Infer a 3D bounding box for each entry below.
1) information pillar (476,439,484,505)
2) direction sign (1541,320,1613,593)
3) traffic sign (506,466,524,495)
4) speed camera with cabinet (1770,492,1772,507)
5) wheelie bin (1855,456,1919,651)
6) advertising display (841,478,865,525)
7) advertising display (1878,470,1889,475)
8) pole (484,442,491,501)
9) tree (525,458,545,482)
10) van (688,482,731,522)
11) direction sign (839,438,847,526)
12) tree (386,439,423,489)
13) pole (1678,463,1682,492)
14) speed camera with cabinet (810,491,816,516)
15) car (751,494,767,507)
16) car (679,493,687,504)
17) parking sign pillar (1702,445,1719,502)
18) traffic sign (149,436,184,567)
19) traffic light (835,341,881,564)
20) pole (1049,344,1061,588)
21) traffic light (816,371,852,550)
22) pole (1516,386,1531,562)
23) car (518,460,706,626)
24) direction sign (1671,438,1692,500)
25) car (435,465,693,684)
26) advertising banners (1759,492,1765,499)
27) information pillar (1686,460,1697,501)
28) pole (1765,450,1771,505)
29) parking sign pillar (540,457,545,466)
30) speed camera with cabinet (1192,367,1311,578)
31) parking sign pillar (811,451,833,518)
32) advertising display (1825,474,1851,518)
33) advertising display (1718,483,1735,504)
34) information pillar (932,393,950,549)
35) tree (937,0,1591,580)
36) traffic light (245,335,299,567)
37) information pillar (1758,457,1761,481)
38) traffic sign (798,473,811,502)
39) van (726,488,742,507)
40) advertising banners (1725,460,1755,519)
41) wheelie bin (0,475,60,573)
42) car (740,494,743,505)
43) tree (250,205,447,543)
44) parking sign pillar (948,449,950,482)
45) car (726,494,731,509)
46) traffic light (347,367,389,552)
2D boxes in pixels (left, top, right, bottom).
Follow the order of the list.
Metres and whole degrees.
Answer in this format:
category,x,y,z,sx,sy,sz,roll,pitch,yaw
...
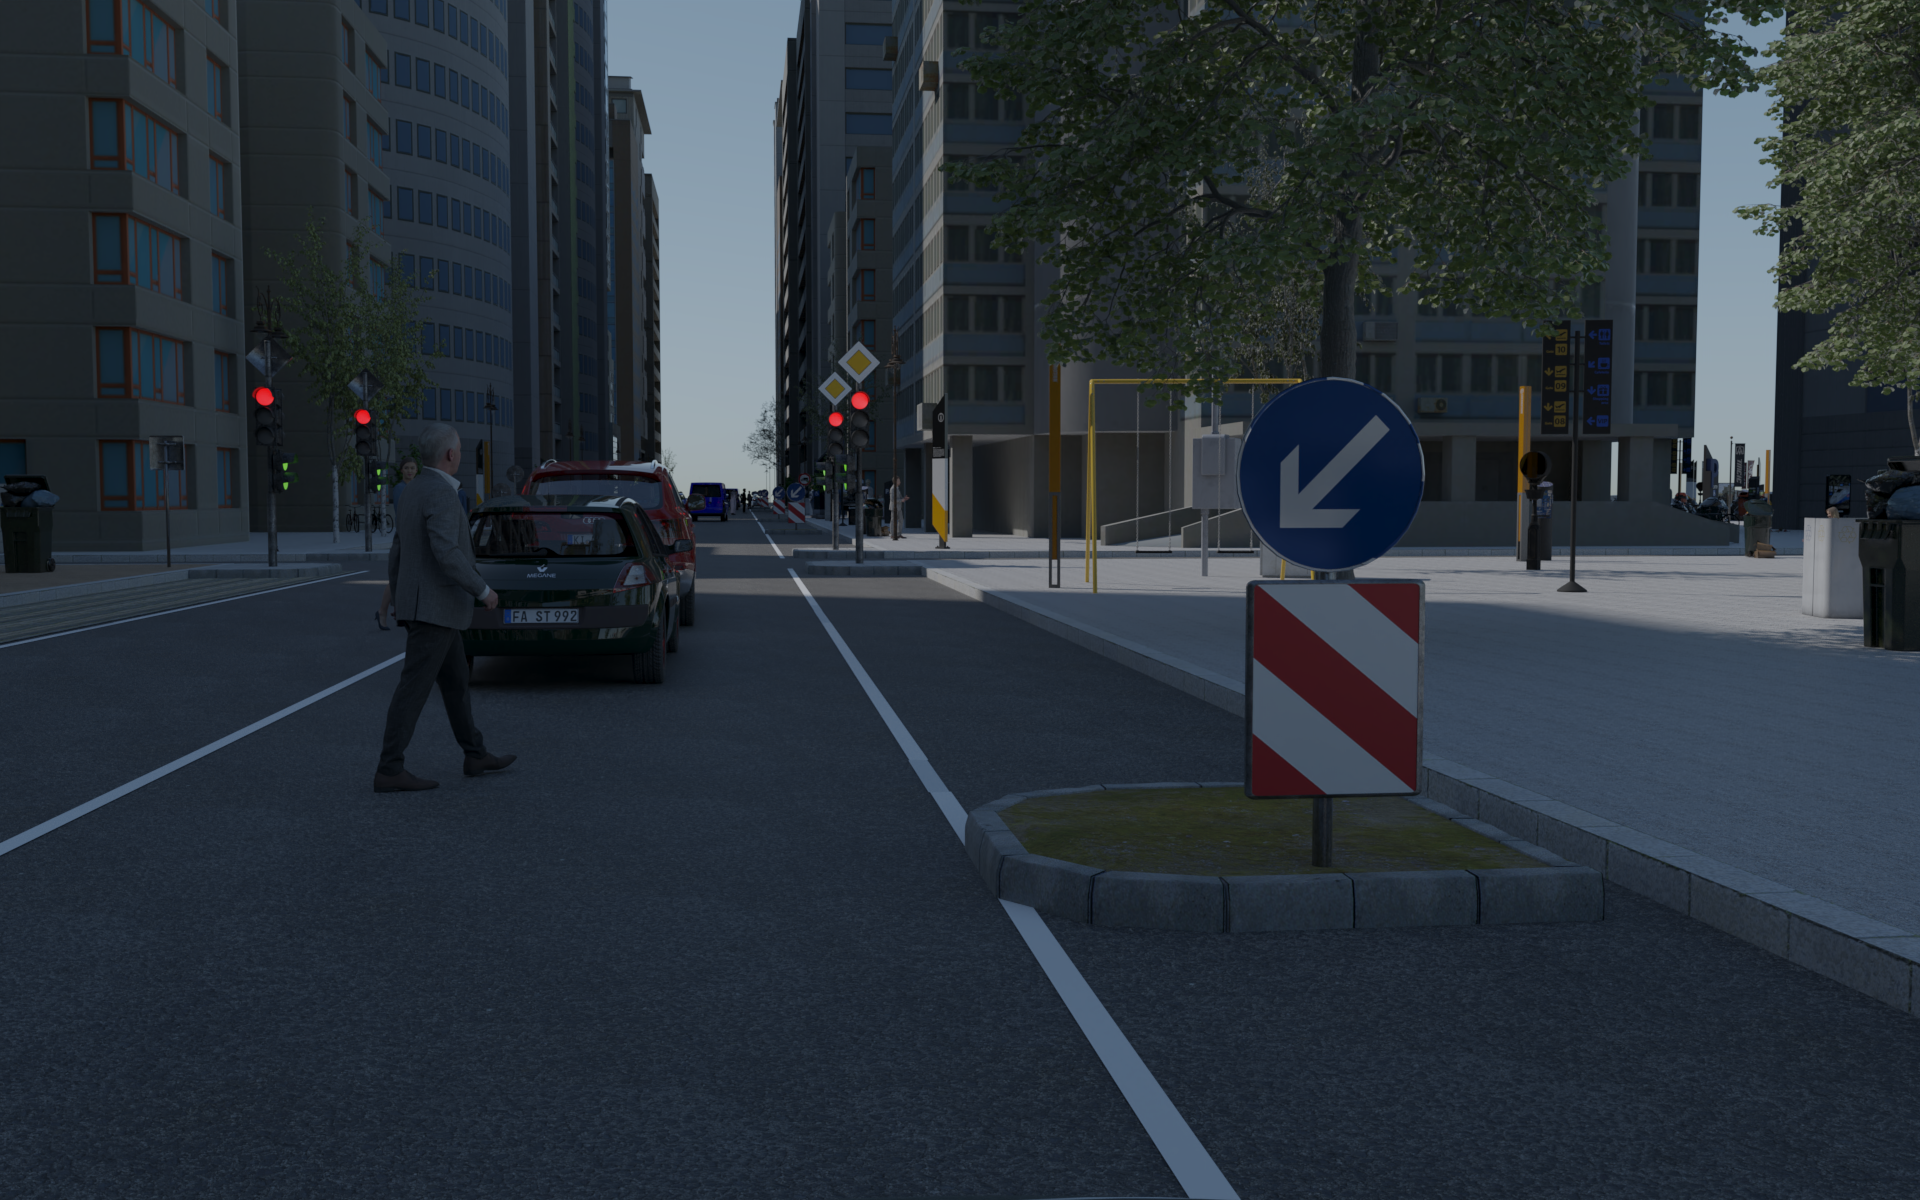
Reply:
category,x,y,z,sx,sy,sz,roll,pitch,yaw
information pillar,-20.356,-5.021,73.445,0.183,3.616,0.504,1,4,11
direction sign,8.033,-1.873,22.624,0.876,3.537,0.379,0,4,7
traffic sign,-19.808,-4.712,77.143,0.768,2.556,0.104,0,4,-6
speed camera with cabinet,55.495,-7.527,117.407,2.038,3.252,0.660,1,4,19
wheelie bin,7.857,-0.391,14.300,0.693,1.594,0.980,0,4,-3
advertising display,-4.413,-4.042,71.302,0.974,1.923,0.123,0,4,1
advertising display,24.624,-2.504,46.152,0.123,1.923,0.974,1,4,14
pole,-18.352,-4.490,67.262,0.158,3.312,0.155,0,3,0
tree,-22.506,-6.072,93.884,1.663,3.219,1.824,0,3,0
van,-13.258,-5.321,91.382,2.240,2.365,5.245,0,4,-5
direction sign,-4.703,-4.733,69.376,0.379,3.537,0.876,0,4,3
tree,-19.036,-4.031,60.507,1.663,3.219,1.824,0,3,0
pole,46.755,-7.259,112.527,0.158,3.312,0.155,0,3,0
speed camera with cabinet,-8.088,-6.603,102.286,0.660,3.252,2.038,2,4,30
car,-20.780,-10.256,179.692,2.014,1.417,4.499,0,4,-8
car,-23.559,-8.219,143.966,1.945,1.707,3.694,0,4,-5
parking sign pillar,41.171,-6.514,94.973,1.447,3.967,1.447,3,5,42
traffic sign,-13.859,-1.722,30.283,0.606,2.300,0.079,0,4,1
traffic light,-1.875,-2.627,31.879,0.839,4.253,0.868,0,4,-7
pole,1.294,-1.820,23.606,0.158,3.312,0.155,0,3,0
traffic light,-2.883,-3.112,39.800,0.839,4.253,0.868,0,4,-7
pole,10.690,-2.385,32.835,0.158,3.312,0.155,0,3,0
car,-4.111,-0.705,20.196,2.281,1.827,5.304,-1,4,-9
direction sign,28.154,-4.636,67.795,0.876,3.537,0.379,0,4,4
car,-3.246,-0.281,14.379,2.009,1.686,4.222,0,4,-7
advertising banners,43.314,-6.019,94.602,0.090,3.025,2.074,-1,4,-16
information pillar,51.163,-7.920,120.844,0.183,3.616,0.504,-3,5,-43
pole,37.150,-5.250,79.683,0.158,3.312,0.155,0,3,0
parking sign pillar,-26.817,-7.524,111.485,1.447,3.967,1.447,-2,4,-35
speed camera with cabinet,4.659,-1.986,26.811,2.038,3.252,0.660,1,4,19
parking sign pillar,-7.245,-6.371,92.645,1.447,3.967,1.447,3,4,36
advertising display,28.915,-3.170,57.042,0.974,1.923,0.123,-1,4,-21
advertising display,43.420,-5.687,98.189,0.974,1.923,0.123,0,4,-2
information pillar,-0.457,-3.008,40.529,0.183,3.616,0.504,-3,4,-39
tree,3.794,-5.940,15.247,7.486,12.596,7.792,0,3,0
traffic light,-12.152,-2.547,30.559,0.839,4.253,0.868,0,4,-7
information pillar,50.928,-7.282,110.408,0.183,3.616,0.504,2,4,35
traffic sign,-9.339,-6.365,104.175,0.768,2.556,0.104,0,4,2
van,-24.319,-10.987,184.023,2.240,2.365,5.245,0,4,-5
advertising banners,40.077,-5.676,88.989,2.074,3.025,0.090,-2,4,-26
wheelie bin,-15.200,-1.245,28.259,0.980,1.594,0.693,0,4,-6
car,-30.391,-13.895,236.970,2.009,1.686,4.222,0,4,-6
tree,-16.126,-5.803,45.241,4.737,8.622,4.395,0,3,0
parking sign pillar,-0.467,-5.490,78.228,1.447,3.967,1.447,0,4,1
car,-22.338,-9.263,163.450,2.014,1.417,4.499,0,4,-7
traffic light,-13.160,-3.031,38.481,0.839,4.253,0.868,0,4,-7
